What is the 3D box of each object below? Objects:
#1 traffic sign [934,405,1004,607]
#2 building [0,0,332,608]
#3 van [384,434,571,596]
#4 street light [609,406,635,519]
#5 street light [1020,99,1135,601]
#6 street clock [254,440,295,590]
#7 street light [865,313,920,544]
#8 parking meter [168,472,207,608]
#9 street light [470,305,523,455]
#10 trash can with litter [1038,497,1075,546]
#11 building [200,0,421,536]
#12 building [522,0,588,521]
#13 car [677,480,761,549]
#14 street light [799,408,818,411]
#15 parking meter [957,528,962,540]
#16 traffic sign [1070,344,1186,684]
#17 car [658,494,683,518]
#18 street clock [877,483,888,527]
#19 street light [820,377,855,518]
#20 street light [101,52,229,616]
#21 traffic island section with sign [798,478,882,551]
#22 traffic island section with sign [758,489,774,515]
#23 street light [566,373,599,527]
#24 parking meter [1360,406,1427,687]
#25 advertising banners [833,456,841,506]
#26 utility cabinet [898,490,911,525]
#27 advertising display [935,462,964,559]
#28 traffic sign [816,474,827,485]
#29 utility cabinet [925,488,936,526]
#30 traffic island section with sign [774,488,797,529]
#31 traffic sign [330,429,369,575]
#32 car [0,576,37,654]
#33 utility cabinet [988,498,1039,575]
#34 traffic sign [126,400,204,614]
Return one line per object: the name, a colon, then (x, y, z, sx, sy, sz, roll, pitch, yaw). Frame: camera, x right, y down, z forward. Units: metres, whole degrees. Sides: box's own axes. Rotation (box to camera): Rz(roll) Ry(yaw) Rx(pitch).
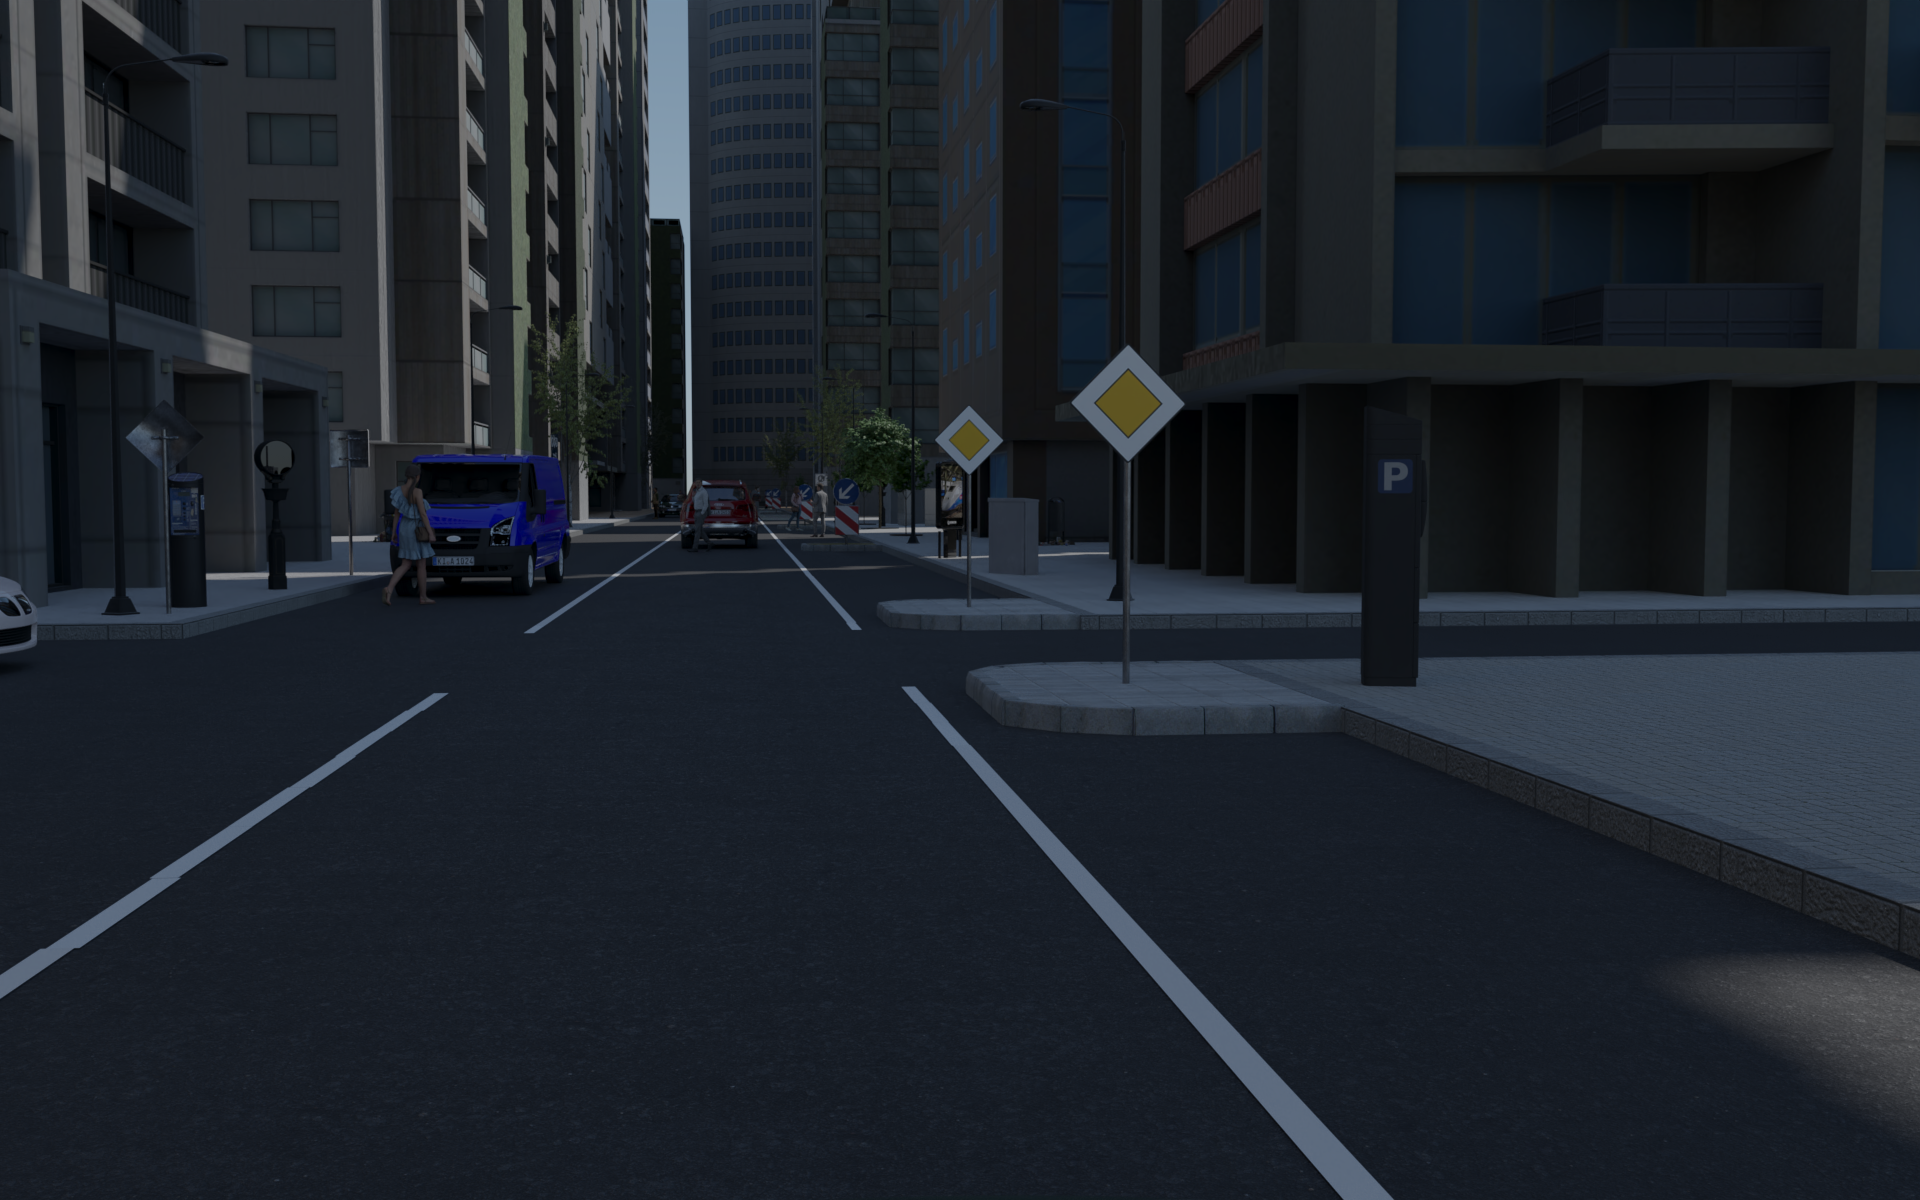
traffic sign: (0.099, -0.975, 19.583, 0.795, 2.450, 0.064, 0, 4, -7)
building: (-21.763, -35.933, 25.751, 20.563, 71.187, 20.611, 0, 4, -7)
van: (-7.166, -1.331, 26.144, 2.240, 2.365, 5.245, 0, 4, -6)
street light: (-17.735, -7.236, 90.853, 1.470, 5.913, 1.316, 0, 4, -7)
street light: (1.397, -2.940, 20.617, 1.470, 5.913, 1.316, 0, 4, -7)
street clock: (-9.182, -1.142, 23.248, 0.471, 2.002, 0.358, -3, 5, -42)
street light: (-1.750, -4.412, 44.670, 1.470, 5.913, 1.316, 0, 4, -7)
parking meter: (-8.763, -0.687, 19.644, 0.372, 1.533, 0.369, 0, 3, 0)
street light: (-11.457, -4.291, 42.698, 1.470, 5.913, 1.316, 0, 4, -7)
trash can with litter: (2.047, -1.980, 43.430, 2.233, 1.210, 1.678, -3, 4, -39)
building: (-22.353, -22.848, 57.159, 14.154, 41.232, 14.086, 0, 4, -7)
building: (-24.974, -18.819, 79.388, 14.160, 30.474, 14.107, 0, 4, -7)
car: (-6.563, -2.357, 47.217, 2.281, 1.827, 5.304, 0, 4, -8)
street light: (-7.941, -7.384, 93.272, 1.470, 5.913, 1.316, 0, 4, -7)
parking meter: (-0.124, -2.448, 48.431, 0.372, 1.533, 0.369, 0, 3, 0)
traffic sign: (1.121, -0.491, 11.663, 0.795, 2.450, 0.064, 0, 4, -7)
car: (-17.613, -5.918, 106.540, 2.009, 1.686, 4.222, 0, 4, -6)
street clock: (-3.071, -3.907, 68.441, 0.358, 2.002, 0.471, 3, 4, 37)
street light: (-4.770, -5.898, 68.980, 1.470, 5.913, 1.316, 0, 4, -7)
street light: (-8.401, -2.800, 18.328, 1.470, 5.913, 1.316, 0, 4, -7)
traffic island section with sign: (-3.058, -2.182, 44.309, 1.989, 1.847, 2.006, 0, 4, -7)
traffic island section with sign: (-12.985, -6.887, 121.222, 1.989, 1.847, 2.006, 0, 4, -7)
street light: (-14.543, -5.751, 66.568, 1.470, 5.913, 1.316, 0, 4, -7)
parking meter: (2.907, -0.361, 11.606, 0.399, 1.863, 0.255, 0, 4, 7)
advertising banners: (-5.420, -4.931, 76.812, 0.090, 3.025, 2.074, 0, 4, 4)
utility cabinet: (-2.269, -3.774, 70.388, 0.318, 1.500, 1.173, -1, 4, -15)
advertising display: (-0.202, -1.810, 34.815, 0.123, 1.923, 0.974, 2, 4, 29)
traffic sign: (-6.958, -5.185, 86.898, 0.606, 2.300, 0.079, 0, 4, -4)
utility cabinet: (-0.807, -3.671, 68.694, 1.173, 1.500, 0.318, 0, 4, -1)
traffic island section with sign: (-6.496, -3.818, 71.045, 1.989, 1.847, 2.006, 0, 4, -7)
traffic sign: (-9.628, -1.542, 27.338, 0.606, 2.300, 0.079, 0, 4, -1)
car: (-9.934, -0.078, 13.639, 4.827, 1.381, 2.083, 0, 4, -7)
utility cabinet: (0.859, -1.015, 27.759, 0.306, 1.237, 1.020, -2, 4, -33)
traffic sign: (-8.477, -0.909, 18.501, 0.795, 2.450, 0.064, 0, 4, -7)
